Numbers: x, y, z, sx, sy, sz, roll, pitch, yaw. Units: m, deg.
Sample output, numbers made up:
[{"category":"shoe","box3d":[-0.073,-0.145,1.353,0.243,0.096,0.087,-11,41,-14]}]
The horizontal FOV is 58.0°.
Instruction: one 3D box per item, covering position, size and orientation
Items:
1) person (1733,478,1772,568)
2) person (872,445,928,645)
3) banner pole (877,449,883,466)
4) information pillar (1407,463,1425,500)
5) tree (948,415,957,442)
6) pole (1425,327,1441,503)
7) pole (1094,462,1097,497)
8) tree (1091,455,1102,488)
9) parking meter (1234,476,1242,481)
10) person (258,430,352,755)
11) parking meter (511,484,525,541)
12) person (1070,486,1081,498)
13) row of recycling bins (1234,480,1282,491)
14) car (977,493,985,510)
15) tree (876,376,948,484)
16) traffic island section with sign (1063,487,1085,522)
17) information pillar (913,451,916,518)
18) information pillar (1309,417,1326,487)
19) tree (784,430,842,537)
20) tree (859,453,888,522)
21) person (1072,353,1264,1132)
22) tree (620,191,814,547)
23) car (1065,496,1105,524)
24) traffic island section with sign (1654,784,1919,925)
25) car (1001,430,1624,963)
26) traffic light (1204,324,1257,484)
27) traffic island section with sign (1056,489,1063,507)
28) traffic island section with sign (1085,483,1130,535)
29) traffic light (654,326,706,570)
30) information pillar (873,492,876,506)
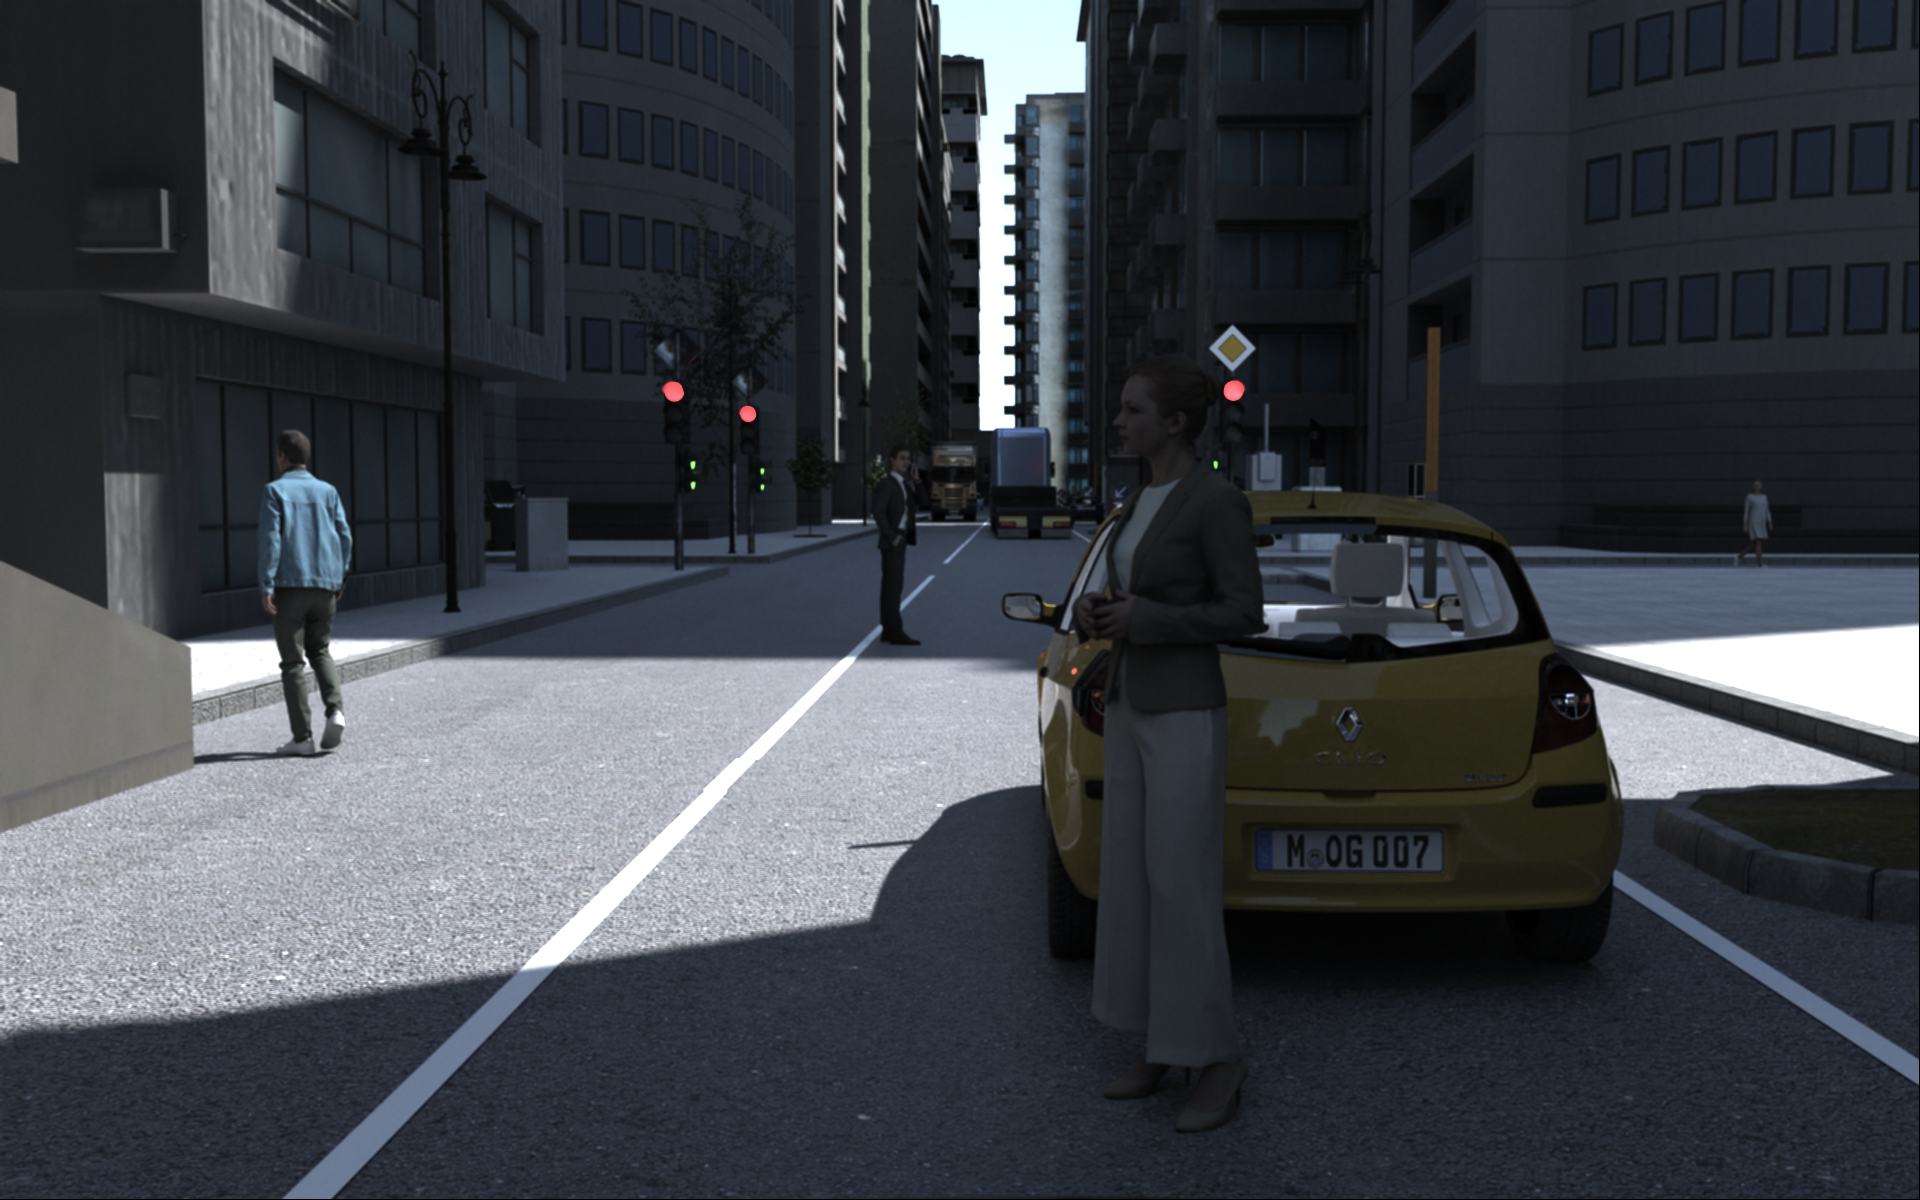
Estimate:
[{"category":"person","box3d":[14.824,-1.413,32.359,0.466,1.731,0.760,-3,5,-44]},{"category":"person","box3d":[-0.561,-0.541,16.704,0.474,1.900,0.648,1,4,9]},{"category":"banner pole","box3d":[-4.441,-6.518,96.584,0.401,3.779,0.863,-2,4,-28]},{"category":"information pillar","box3d":[10.938,-2.266,41.549,0.304,2.012,0.304,-1,4,-22]},{"category":"tree","box3d":[-1.814,-12.333,152.012,4.737,8.622,4.395,0,3,0]},{"category":"pole","box3d":[5.805,-1.680,21.311,0.158,3.312,0.155,0,3,0]},{"category":"pole","box3d":[8.707,-7.189,111.383,0.158,3.312,0.155,0,3,0]},{"category":"tree","box3d":[10.429,-8.069,115.640,4.285,4.588,4.351,0,3,0]},{"category":"parking meter","box3d":[9.009,-3.117,56.675,0.255,1.863,0.399,3,5,45]},{"category":"person","box3d":[-3.596,-0.041,9.514,0.444,1.785,0.601,3,5,42]},{"category":"parking meter","box3d":[-11.073,-2.136,43.327,0.372,1.533,0.369,0,3,0]},{"category":"person","box3d":[6.050,-5.021,90.400,0.655,1.846,0.447,3,4,38]},{"category":"row of recycling bins","box3d":[8.346,-2.663,50.656,1.069,1.692,3.534,-1,4,-19]},{"category":"car","box3d":[1.209,-8.768,152.941,1.945,1.707,3.694,0,4,1]},{"category":"tree","box3d":[-3.333,-9.681,108.649,4.737,8.622,4.395,0,3,0]},{"category":"traffic island section with sign","box3d":[6.435,-4.899,88.725,1.989,1.847,2.006,0,4,2]},{"category":"information pillar","box3d":[-2.514,-6.281,94.057,0.183,3.616,0.504,0,4,3]},{"category":"information pillar","box3d":[10.834,-3.743,52.556,0.504,3.616,0.183,2,4,23]},{"category":"tree","box3d":[-4.364,-3.504,51.886,1.663,3.219,1.824,0,3,0]},{"category":"tree","box3d":[-3.777,-5.269,80.744,1.663,3.219,1.824,0,3,0]},{"category":"person","box3d":[0.453,0.304,4.079,0.362,1.759,0.519,-2,4,-25]},{"category":"tree","box3d":[-5.696,-5.571,41.446,4.360,8.622,3.978,0,3,0]},{"category":"car","box3d":[6.032,-4.321,83.232,1.945,1.354,3.894,0,4,1]},{"category":"traffic island section with sign","box3d":[3.818,0.126,6.568,1.989,1.847,2.006,0,4,2]},{"category":"car","box3d":[1.161,0.212,6.751,2.015,1.641,3.980,0,4,2]},{"category":"traffic light","box3d":[4.489,-2.440,28.807,0.839,4.253,0.868,0,4,2]},{"category":"traffic island section with sign","box3d":[8.916,-9.676,166.829,1.989,1.847,2.006,0,4,2]},{"category":"traffic island section with sign","box3d":[5.577,-3.251,61.783,1.989,1.847,2.006,0,4,2]},{"category":"traffic light","box3d":[-4.718,-2.456,29.082,0.839,4.253,0.868,0,4,2]},{"category":"information pillar","box3d":[-4.380,-5.285,90.902,0.304,2.012,0.304,-1,4,-19]}]
